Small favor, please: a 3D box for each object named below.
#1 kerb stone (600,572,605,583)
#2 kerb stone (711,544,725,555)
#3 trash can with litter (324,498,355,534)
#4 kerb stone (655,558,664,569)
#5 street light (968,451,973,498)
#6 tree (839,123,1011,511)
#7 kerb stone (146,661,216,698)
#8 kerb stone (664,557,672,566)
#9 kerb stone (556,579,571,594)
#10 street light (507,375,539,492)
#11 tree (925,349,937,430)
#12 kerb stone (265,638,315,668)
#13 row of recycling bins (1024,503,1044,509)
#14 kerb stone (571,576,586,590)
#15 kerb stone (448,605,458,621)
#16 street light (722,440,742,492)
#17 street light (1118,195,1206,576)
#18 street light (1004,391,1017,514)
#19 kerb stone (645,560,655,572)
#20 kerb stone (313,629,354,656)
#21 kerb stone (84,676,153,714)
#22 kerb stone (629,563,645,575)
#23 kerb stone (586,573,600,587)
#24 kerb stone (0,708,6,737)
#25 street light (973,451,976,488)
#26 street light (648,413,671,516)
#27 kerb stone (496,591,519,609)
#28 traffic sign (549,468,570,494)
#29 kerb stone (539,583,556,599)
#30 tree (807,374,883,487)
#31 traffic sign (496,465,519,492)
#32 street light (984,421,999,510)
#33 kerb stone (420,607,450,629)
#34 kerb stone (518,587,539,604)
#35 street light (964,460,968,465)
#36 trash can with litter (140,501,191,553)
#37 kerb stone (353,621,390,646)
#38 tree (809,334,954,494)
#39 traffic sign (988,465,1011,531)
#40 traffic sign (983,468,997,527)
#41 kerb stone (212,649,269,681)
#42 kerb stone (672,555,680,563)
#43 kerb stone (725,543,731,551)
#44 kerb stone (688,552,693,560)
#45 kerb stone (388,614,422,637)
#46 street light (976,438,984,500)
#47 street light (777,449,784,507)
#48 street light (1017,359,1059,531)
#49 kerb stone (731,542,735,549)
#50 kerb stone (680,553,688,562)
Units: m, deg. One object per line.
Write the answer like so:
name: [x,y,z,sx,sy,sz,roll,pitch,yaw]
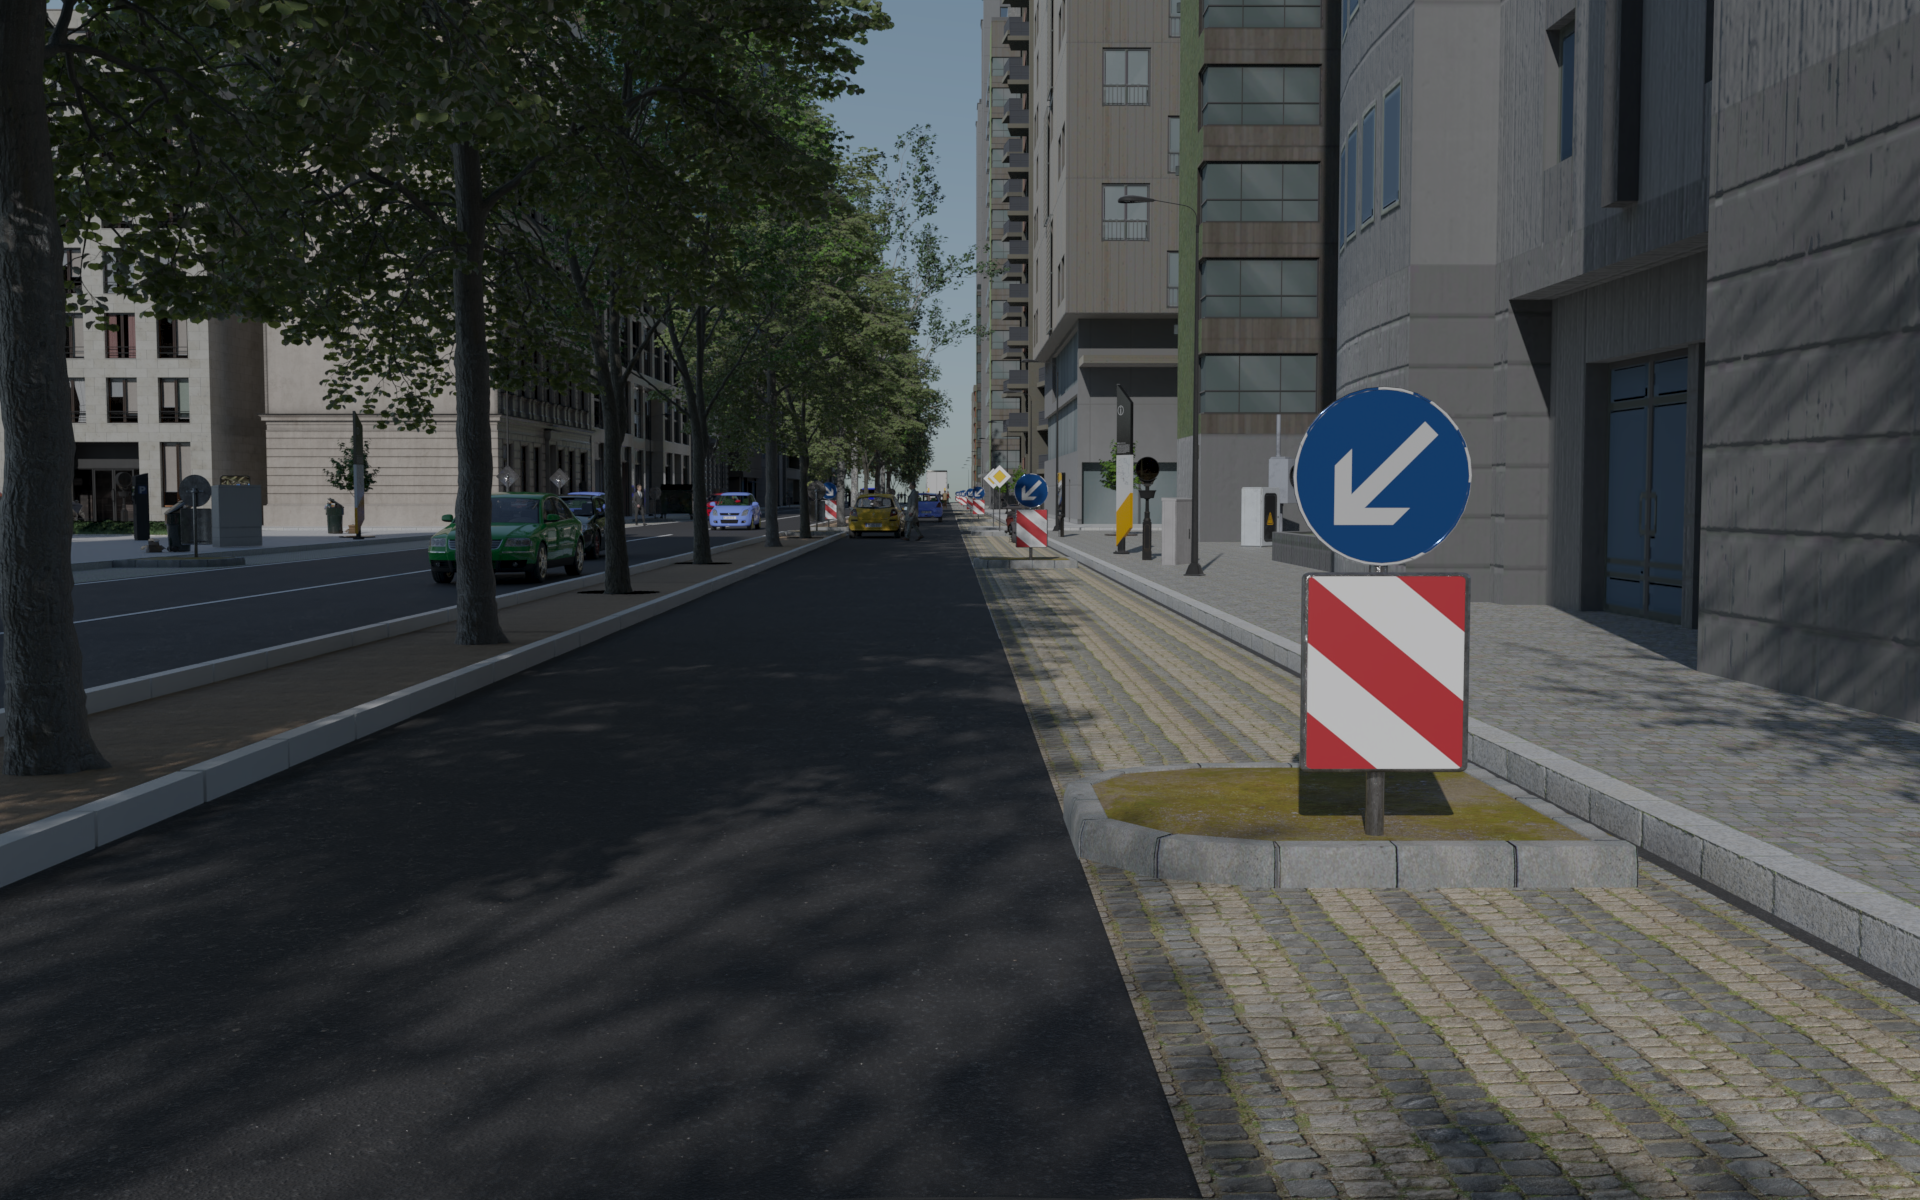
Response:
kerb stone: [-5.817,-0.354,27.983,0.120,0.150,1.000,0,4,0]
kerb stone: [-5.929,-1.231,42.324,0.120,0.150,1.000,0,4,0]
trash can with litter: [-19.924,-2.721,55.877,1.055,1.170,0.624,-2,4,-29]
kerb stone: [-5.853,-0.667,33.106,0.120,0.150,1.000,0,4,0]
street light: [1.907,-13.087,186.505,1.470,5.913,1.316,0,4,0]
tree: [-4.176,-14.018,87.532,12.611,20.169,13.585,0,3,0]
kerb stone: [-5.699,0.588,12.582,0.120,0.150,1.000,0,4,0]
kerb stone: [-5.868,-0.730,34.128,0.120,0.150,1.000,0,4,0]
kerb stone: [-5.798,-0.166,24.911,0.120,0.150,1.000,0,4,0]
street light: [-17.115,-5.818,67.673,1.470,5.913,1.316,0,4,0]
tree: [-4.865,-9.251,71.837,7.486,12.596,7.792,0,3,0]
kerb stone: [-5.713,0.463,14.632,0.120,0.150,1.000,0,4,0]
row of recycling bins: [5.578,-5.879,103.242,3.534,1.692,1.069,1,4,11]
kerb stone: [-5.805,-0.229,25.933,0.120,0.150,1.000,0,4,0]
kerb stone: [-5.754,0.149,19.780,0.120,0.150,1.000,0,4,0]
street light: [-17.577,-9.759,132.105,1.470,5.913,1.316,0,4,0]
street light: [3.149,-3.336,27.077,1.470,5.913,1.316,0,4,0]
street light: [2.657,-6.447,77.947,1.470,5.913,1.316,0,4,0]
kerb stone: [-5.840,-0.605,32.084,0.120,0.150,1.000,0,4,0]
kerb stone: [-5.729,0.402,15.654,0.120,0.150,1.000,0,4,0]
kerb stone: [-5.693,0.651,11.558,0.120,0.150,1.000,0,4,0]
kerb stone: [-5.841,-0.538,31.062,0.120,0.150,1.000,0,4,0]
kerb stone: [-5.805,-0.291,26.955,0.120,0.150,1.000,0,4,0]
kerb stone: [-5.681,0.716,10.525,0.120,0.150,1.000,0,4,0]
street light: [2.131,-11.116,154.288,1.470,5.913,1.316,0,4,0]
street light: [-17.312,-7.789,99.889,1.470,5.913,1.316,0,4,0]
kerb stone: [-5.773,0.022,21.839,0.120,0.150,1.000,0,4,0]
traffic sign: [-15.637,-3.915,67.652,0.795,2.450,0.064,0,4,0]
kerb stone: [-5.783,-0.104,23.888,0.120,0.150,1.000,0,4,0]
tree: [-5.366,-7.666,78.153,4.737,8.622,4.395,0,3,0]
traffic sign: [-15.577,-3.427,59.667,0.795,2.450,0.064,0,4,0]
street light: [2.465,-8.417,110.163,1.470,5.913,1.316,0,4,0]
kerb stone: [-5.751,0.215,18.741,0.120,0.150,1.000,0,4,0]
kerb stone: [-5.776,-0.041,22.865,0.120,0.150,1.000,0,4,0]
street light: [1.608,-15.068,218.903,1.470,5.913,1.316,0,4,0]
trash can with litter: [-17.441,-1.636,38.141,1.055,1.170,0.624,-3,4,-39]
kerb stone: [-5.736,0.340,16.677,0.120,0.150,1.000,0,4,0]
tree: [-5.198,-11.589,108.952,9.611,12.733,9.660,0,3,0]
traffic sign: [1.367,-3.433,59.773,0.795,2.450,0.064,0,4,0]
traffic sign: [1.307,-3.921,67.758,0.795,2.450,0.064,0,4,0]
kerb stone: [-5.707,0.525,13.610,0.120,0.150,1.000,0,4,0]
kerb stone: [-5.865,-0.789,35.151,0.120,0.150,1.000,0,4,0]
kerb stone: [-5.928,-1.286,43.349,0.120,0.150,1.000,0,4,0]
kerb stone: [-5.882,-0.918,37.197,0.120,0.150,1.000,0,4,0]
kerb stone: [-5.734,0.275,17.705,0.120,0.150,1.000,0,4,0]
street light: [2.265,-10.418,142.877,1.470,5.913,1.316,0,4,0]
street light: [-17.889,-12.458,176.230,1.470,5.913,1.316,0,4,0]
street light: [2.814,-5.333,59.731,1.470,5.913,1.316,0,4,0]
kerb stone: [-5.941,-1.356,44.371,0.120,0.150,1.000,0,4,0]
kerb stone: [-5.874,-0.855,36.175,0.120,0.150,1.000,0,4,0]
